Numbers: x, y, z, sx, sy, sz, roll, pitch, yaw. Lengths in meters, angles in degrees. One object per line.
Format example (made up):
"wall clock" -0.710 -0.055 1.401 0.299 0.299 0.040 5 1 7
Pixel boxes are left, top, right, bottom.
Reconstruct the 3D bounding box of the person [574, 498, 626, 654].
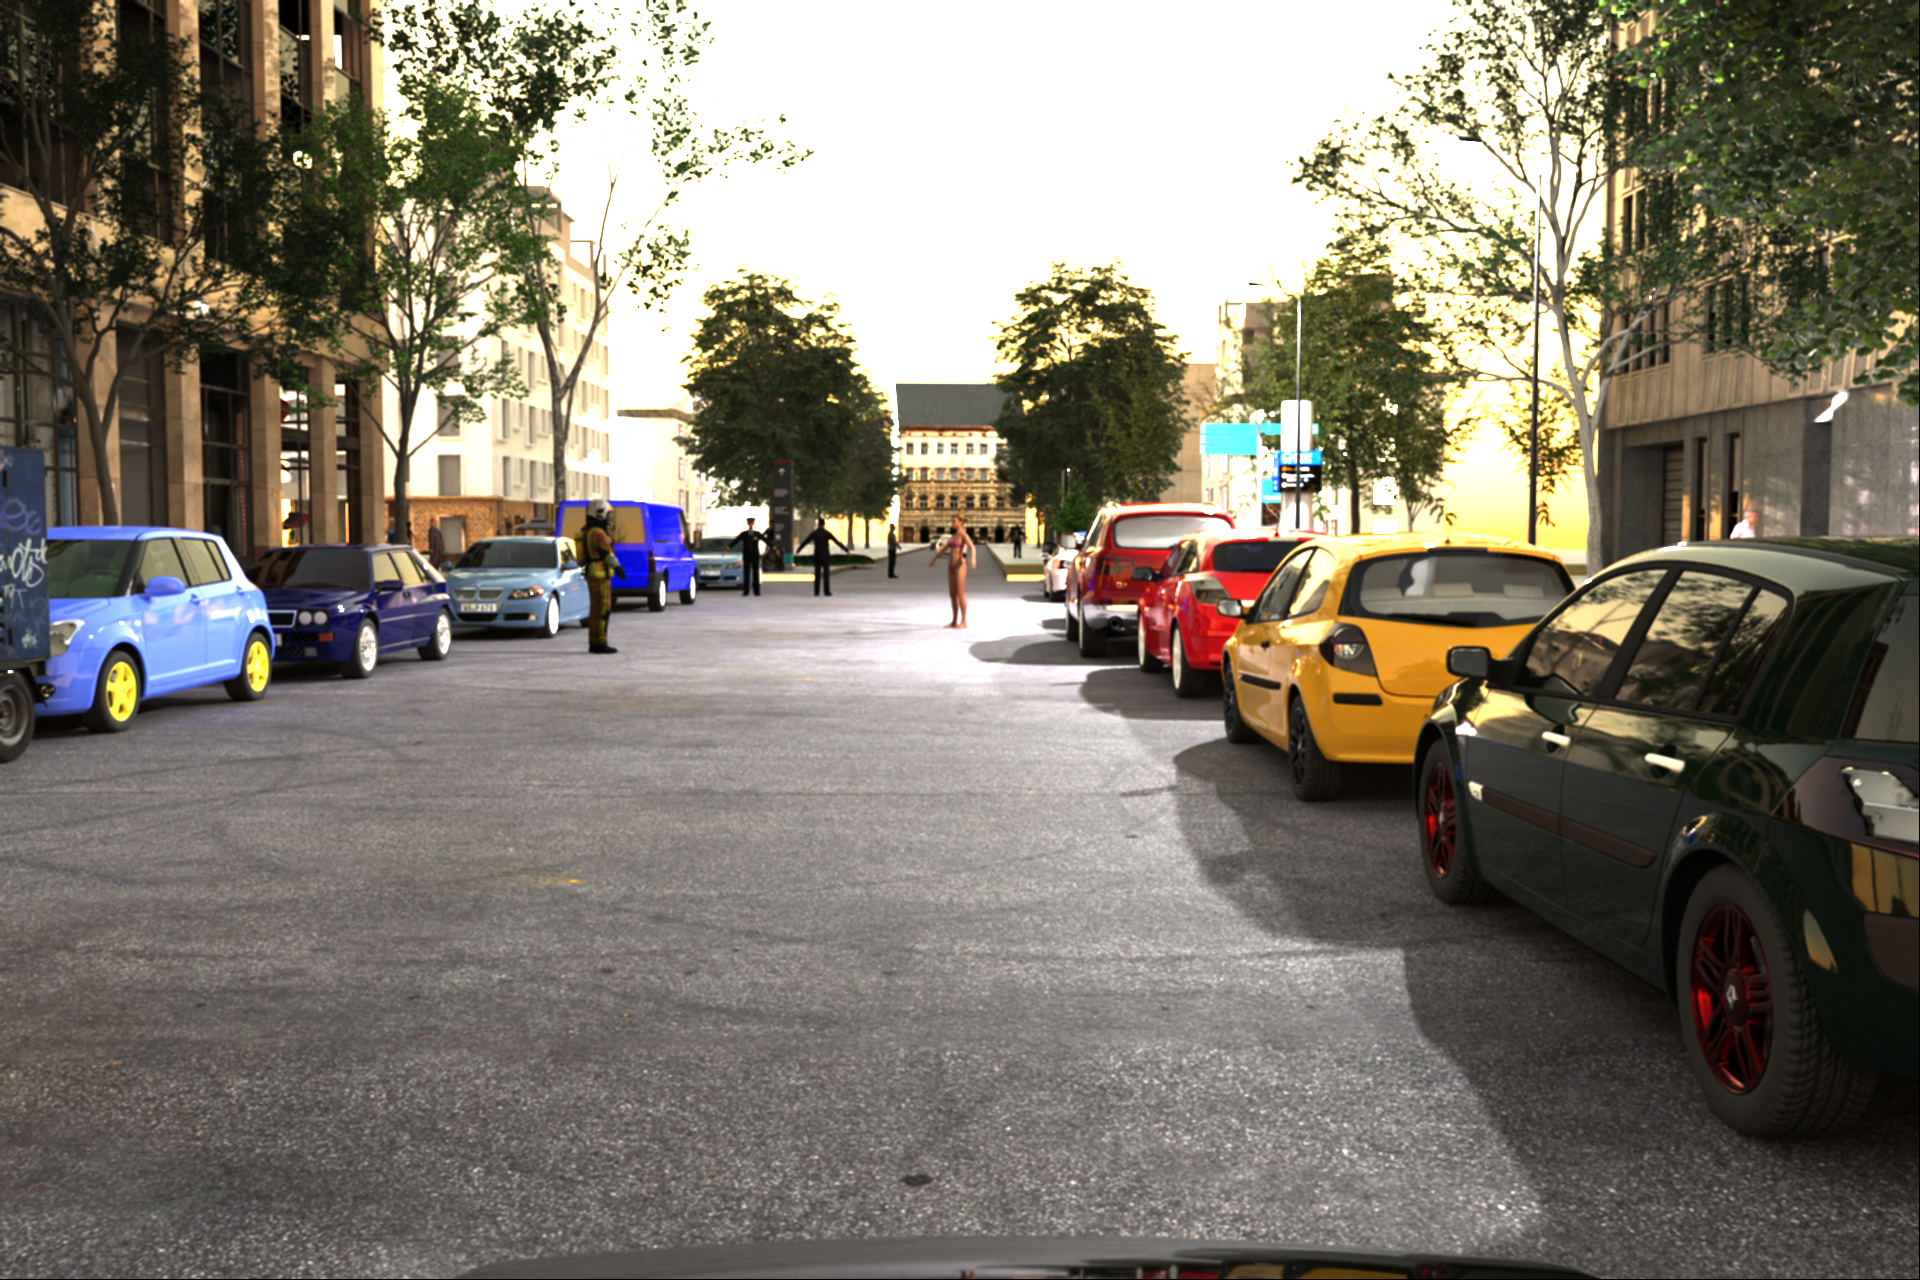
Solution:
"person" -4.318 -0.773 20.859 0.705 1.858 1.354 -2 4 -26

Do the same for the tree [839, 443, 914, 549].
"tree" -8.118 -13.257 151.156 8.767 10.594 7.601 0 4 2

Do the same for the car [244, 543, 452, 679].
"car" -6.714 -0.354 18.376 1.945 1.354 3.894 0 4 0

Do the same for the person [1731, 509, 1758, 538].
"person" 13.540 -1.394 29.772 0.756 1.711 0.436 -2 4 -28

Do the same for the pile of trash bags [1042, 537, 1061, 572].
"pile of trash bags" 3.753 -3.019 59.111 1.912 1.369 3.447 0 4 0

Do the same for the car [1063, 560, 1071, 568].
"car" 2.713 -0.920 27.396 2.083 1.381 4.827 0 4 -1

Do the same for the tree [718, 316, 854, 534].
"tree" -9.341 -10.561 90.799 7.486 12.596 7.792 0 3 0

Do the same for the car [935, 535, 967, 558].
"car" -0.524 -5.771 106.713 2.083 1.381 4.827 0 4 0

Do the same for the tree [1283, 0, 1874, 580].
"tree" 9.327 -5.569 25.468 8.767 10.594 7.601 -1 4 -13

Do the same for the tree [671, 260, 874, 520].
"tree" -8.640 -10.595 79.882 9.857 13.997 8.962 0 3 0

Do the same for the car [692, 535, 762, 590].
"car" -6.280 -2.064 45.751 2.014 1.417 4.499 0 4 1

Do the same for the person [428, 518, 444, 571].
"person" -15.185 -2.670 50.253 0.434 1.755 0.990 0 4 3

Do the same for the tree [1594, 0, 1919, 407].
"tree" 9.192 -6.493 12.810 9.857 13.997 8.962 0 3 0

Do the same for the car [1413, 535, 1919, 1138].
"car" 2.694 0.262 5.500 2.009 1.686 4.222 0 4 1

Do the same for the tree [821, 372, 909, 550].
"tree" -8.673 -14.085 136.945 9.857 13.997 8.962 0 3 0

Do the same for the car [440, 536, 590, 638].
"car" -6.437 -0.814 25.316 2.014 1.417 4.499 0 4 0

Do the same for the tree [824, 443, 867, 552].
"tree" -8.282 -10.469 121.528 4.360 8.622 3.978 0 3 0

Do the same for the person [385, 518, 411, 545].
"person" -19.419 -3.266 59.263 1.347 1.847 0.705 0 4 2

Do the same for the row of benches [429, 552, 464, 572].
"row of benches" -17.403 -2.745 60.343 1.422 0.672 4.104 0 4 7

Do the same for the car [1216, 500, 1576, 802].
"car" 2.665 -0.029 10.695 2.015 1.641 3.980 0 4 1

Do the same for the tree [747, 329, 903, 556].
"tree" -8.212 -11.724 102.054 12.009 13.543 11.850 0 3 0

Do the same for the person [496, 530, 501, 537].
"person" -15.872 -3.071 59.471 0.991 1.433 0.599 -3 5 -40

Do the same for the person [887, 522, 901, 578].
"person" -2.187 -2.934 56.558 0.705 1.813 1.348 -1 4 -16

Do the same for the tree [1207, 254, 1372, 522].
"tree" 8.748 -5.771 44.710 4.737 8.622 4.395 0 3 0

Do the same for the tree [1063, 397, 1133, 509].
"tree" 6.399 -8.419 88.013 4.360 8.622 3.978 0 3 0

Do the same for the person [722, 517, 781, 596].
"person" -4.851 -1.948 40.247 1.347 1.837 0.705 -1 4 -9

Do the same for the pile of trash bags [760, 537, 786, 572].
"pile of trash bags" -6.919 -2.991 58.651 1.912 1.369 3.447 0 4 1

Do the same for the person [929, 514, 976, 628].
"person" -0.102 -1.051 26.438 0.721 1.733 1.217 -2 4 -33

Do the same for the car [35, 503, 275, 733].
"car" -6.877 -0.246 13.617 1.945 1.707 3.694 0 4 1

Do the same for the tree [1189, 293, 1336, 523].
"tree" 9.653 -6.235 52.305 4.360 8.622 3.978 0 3 0

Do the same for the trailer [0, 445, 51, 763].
"trailer" -6.664 -0.167 9.780 1.471 1.999 3.904 0 4 1

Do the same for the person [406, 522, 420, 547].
"person" -24.489 -4.333 76.987 1.345 1.843 0.704 3 5 40

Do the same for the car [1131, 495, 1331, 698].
"car" 2.767 -0.465 16.639 2.155 1.783 4.494 0 4 0

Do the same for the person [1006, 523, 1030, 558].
"person" 3.063 -5.274 92.013 1.354 1.856 0.705 1 4 18

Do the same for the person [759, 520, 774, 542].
"person" -6.843 -3.451 62.608 1.347 1.806 0.705 2 4 30

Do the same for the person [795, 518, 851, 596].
"person" -3.190 -1.923 40.122 1.346 1.802 0.704 1 4 10

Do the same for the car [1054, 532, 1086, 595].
"car" 3.289 -1.997 42.238 1.945 1.707 3.694 0 4 0

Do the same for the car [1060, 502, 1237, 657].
"car" 2.417 -0.793 21.644 2.281 1.827 5.304 0 4 1

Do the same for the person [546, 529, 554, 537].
"person" -11.411 -2.357 47.812 0.697 1.427 0.421 0 4 -4

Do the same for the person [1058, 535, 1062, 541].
"person" 5.381 -5.131 90.167 0.705 1.796 1.348 -1 4 -15

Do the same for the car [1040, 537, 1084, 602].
"car" 2.823 -1.559 37.846 2.083 1.381 4.827 0 4 0

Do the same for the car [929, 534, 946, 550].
"car" -1.771 -8.934 155.851 2.009 1.686 4.222 0 4 1

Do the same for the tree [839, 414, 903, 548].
"tree" -8.805 -14.817 160.380 7.486 12.596 7.792 0 3 0
